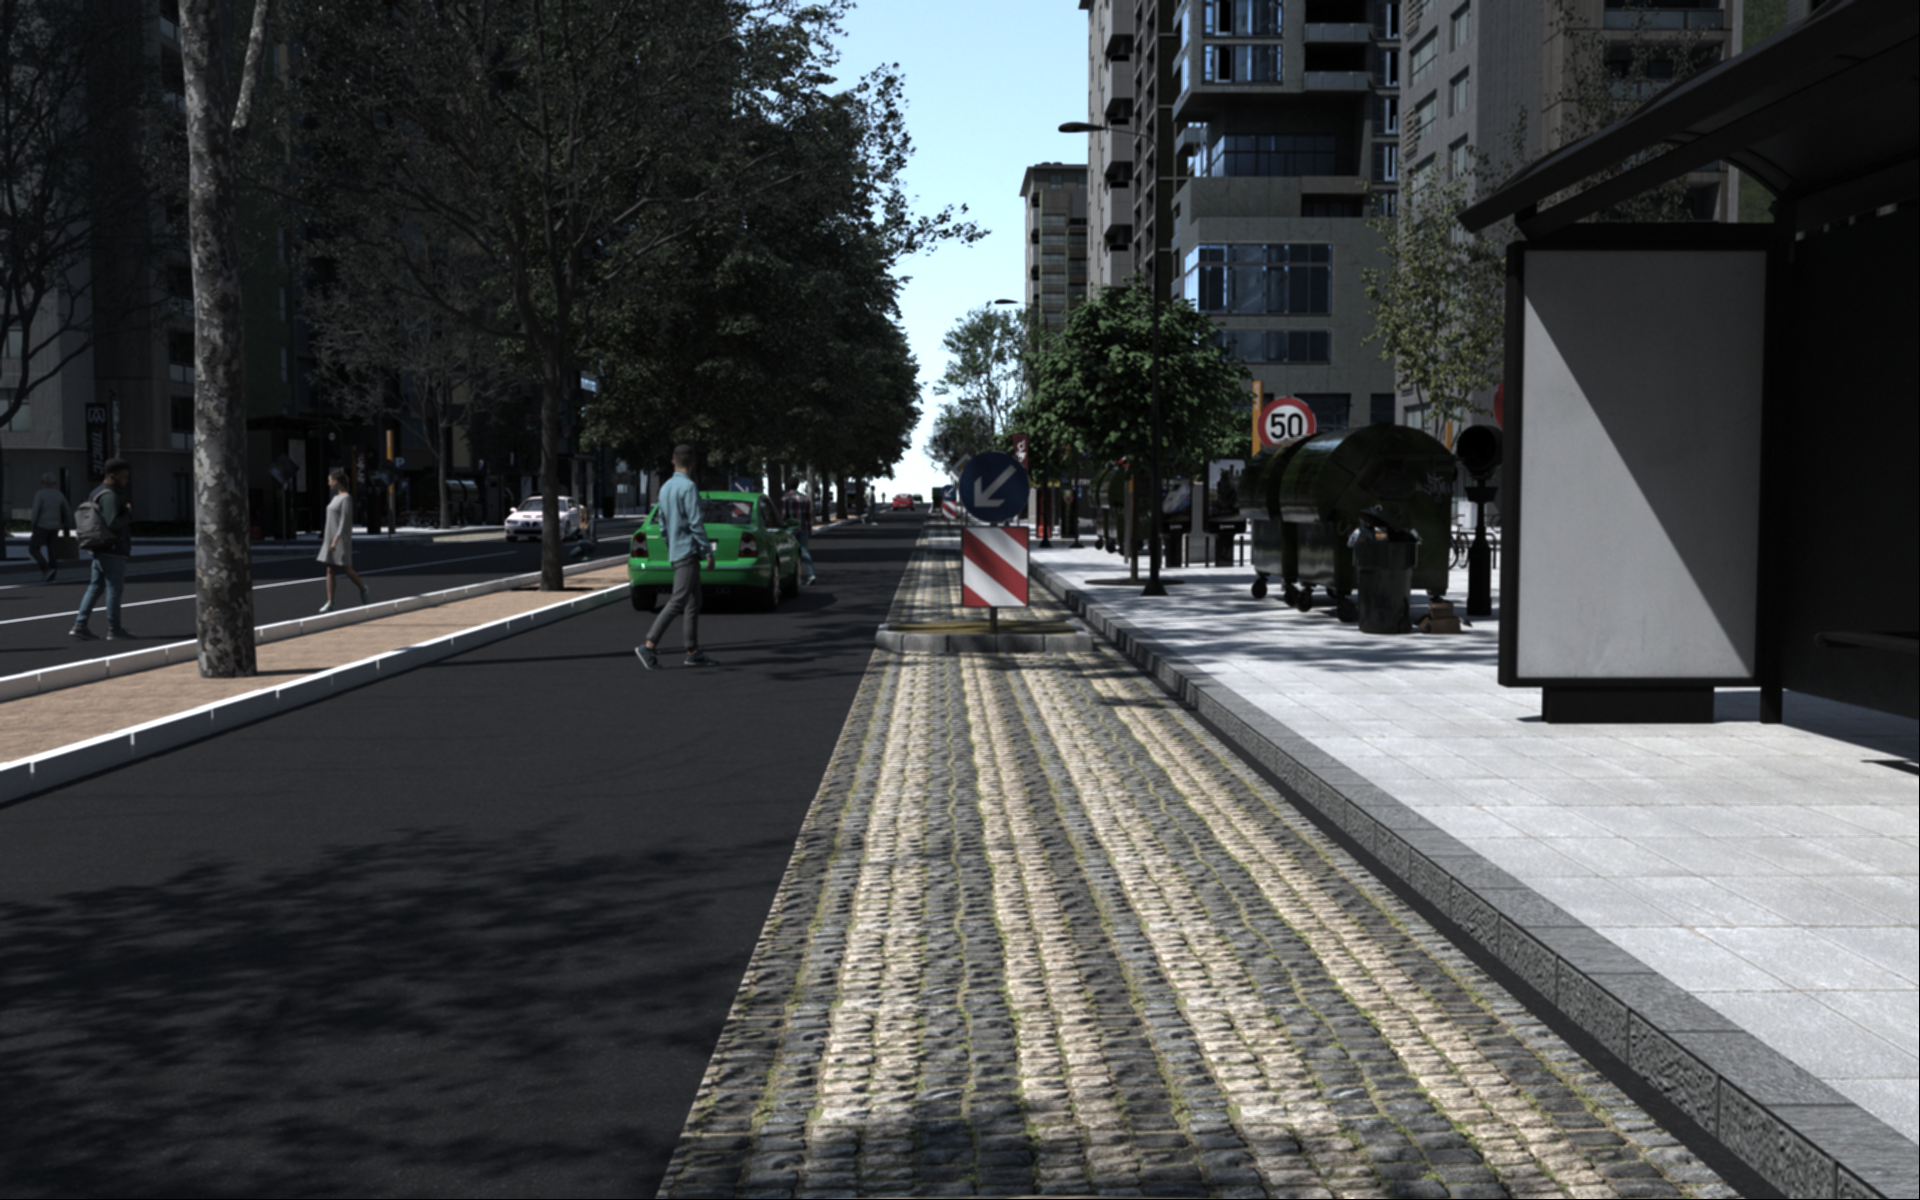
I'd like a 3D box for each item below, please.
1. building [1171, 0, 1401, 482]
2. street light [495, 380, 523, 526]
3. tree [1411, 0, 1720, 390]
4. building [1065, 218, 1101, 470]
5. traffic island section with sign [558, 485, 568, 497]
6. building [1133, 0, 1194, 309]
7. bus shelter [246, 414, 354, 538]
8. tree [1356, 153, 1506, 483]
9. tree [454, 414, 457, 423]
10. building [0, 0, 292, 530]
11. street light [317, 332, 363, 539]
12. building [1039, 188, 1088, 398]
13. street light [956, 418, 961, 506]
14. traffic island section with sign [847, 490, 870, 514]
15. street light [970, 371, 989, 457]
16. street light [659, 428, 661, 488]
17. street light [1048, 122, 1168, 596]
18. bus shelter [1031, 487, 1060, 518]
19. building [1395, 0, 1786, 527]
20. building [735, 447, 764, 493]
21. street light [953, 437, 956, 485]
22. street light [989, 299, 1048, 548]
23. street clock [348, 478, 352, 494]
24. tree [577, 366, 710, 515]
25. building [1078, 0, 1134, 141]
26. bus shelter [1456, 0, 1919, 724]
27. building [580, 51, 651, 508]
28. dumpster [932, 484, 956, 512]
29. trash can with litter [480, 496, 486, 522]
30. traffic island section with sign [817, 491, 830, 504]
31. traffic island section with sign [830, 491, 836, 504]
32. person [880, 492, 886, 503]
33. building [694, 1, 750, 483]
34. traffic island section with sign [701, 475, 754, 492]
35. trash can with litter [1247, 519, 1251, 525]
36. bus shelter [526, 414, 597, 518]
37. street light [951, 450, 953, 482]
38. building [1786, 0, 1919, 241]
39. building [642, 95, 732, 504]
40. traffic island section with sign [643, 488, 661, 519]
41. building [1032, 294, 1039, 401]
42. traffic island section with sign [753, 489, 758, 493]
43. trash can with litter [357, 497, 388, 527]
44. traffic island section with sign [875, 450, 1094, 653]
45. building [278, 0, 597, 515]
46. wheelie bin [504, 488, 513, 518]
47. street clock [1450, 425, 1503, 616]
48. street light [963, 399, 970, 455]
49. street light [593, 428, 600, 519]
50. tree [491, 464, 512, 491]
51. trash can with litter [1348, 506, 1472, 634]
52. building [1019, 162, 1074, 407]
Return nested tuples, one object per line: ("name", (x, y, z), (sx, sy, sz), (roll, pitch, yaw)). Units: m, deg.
("building", (21.231, -48.337, 102.979), (22.319, 86.520, 31.000), (0, 4, -1))
("street light", (-17.990, -5.938, 69.633), (1.470, 5.913, 1.316), (0, 4, -1))
("tree", (9.049, -4.585, 25.323), (4.360, 8.622, 3.978), (0, 3, 0))
("building", (17.949, -25.159, 183.047), (14.160, 30.474, 14.107), (0, 4, -1))
("traffic island section with sign", (-16.636, -3.869, 71.885), (1.989, 1.847, 2.006), (0, 4, -1))
("building", (22.850, -42.706, 136.490), (20.563, 71.187, 20.611), (0, 4, -1))
("bus shelter", (-20.811, -3.846, 54.164), (1.731, 3.624, 6.357), (0, 4, -1))
("tree", (10.398, -5.335, 37.597), (4.737, 8.622, 4.395), (0, 3, 0))
("tree", (-28.513, -9.452, 104.903), (4.360, 8.622, 3.978), (0, 3, 0))
("building", (-35.313, -23.370, 65.691), (14.154, 41.232, 14.086), (0, 4, -1))
("street light", (-17.758, -4.715, 49.634), (1.470, 5.913, 1.316), (0, 4, -1))
("building", (17.613, -33.654, 233.830), (14.154, 41.232, 14.086), (0, 4, -1))
("street light", (0.643, -8.067, 104.431), (1.470, 5.913, 1.316), (0, 4, -1))
("traffic island section with sign", (-7.167, -7.113, 124.432), (2.006, 1.907, 1.989), (0, 4, -1))
("street light", (1.228, -5.680, 65.416), (1.470, 5.913, 1.316), (0, 4, -1))
("street light", (-18.578, -8.433, 110.425), (1.470, 5.913, 1.316), (0, 4, -1))
("street light", (1.925, -3.012, 21.792), (1.470, 5.913, 1.316), (0, 4, -1))
("bus shelter", (4.278, -6.299, 80.620), (2.179, 5.291, 8.768), (0, 4, -1))
("building", (26.131, -23.548, 68.601), (14.086, 41.232, 14.154), (0, 4, -1))
("building", (-39.017, -36.166, 274.902), (14.154, 41.232, 14.086), (0, 4, -1))
("street light", (0.450, -9.260, 123.940), (1.470, 5.913, 1.316), (0, 4, -1))
("street light", (1.512, -4.211, 41.391), (1.470, 5.913, 1.316), (0, 4, -1))
("street clock", (-27.663, -4.528, 78.610), (0.358, 2.002, 0.471), (-1, 4, -8))
("tree", (-19.061, -10.437, 105.063), (8.767, 10.594, 7.601), (-1, 4, -8))
("building", (26.348, -34.977, 161.111), (28.713, 52.752, 27.495), (0, 4, -1))
("bus shelter", (3.845, -0.808, 7.130), (2.014, 3.302, 5.546), (0, 4, -1))
("building", (-42.015, -52.254, 167.021), (22.319, 86.520, 31.000), (0, 4, -1))
("dumpster", (-1.258, -8.101, 137.408), (1.985, 2.255, 1.502), (0, 4, -2))
("trash can with litter", (-21.957, -4.183, 79.783), (0.624, 1.170, 1.055), (0, 4, -5))
("traffic island section with sign", (-18.836, -13.668, 232.094), (1.989, 1.847, 2.006), (0, 4, -1))
("traffic island section with sign", (-19.204, -15.316, 259.047), (1.989, 1.847, 2.006), (0, 4, -1))
("person", (-12.145, -16.271, 274.552), (1.348, 1.821, 0.705), (3, 5, 42))
("building", (-42.010, -50.028, 256.205), (20.563, 71.187, 20.611), (0, 4, -1))
("traffic island section with sign", (-6.032, -2.065, 41.894), (2.006, 1.907, 1.989), (0, 4, -1))
("trash can with litter", (11.988, -3.752, 72.736), (1.055, 1.170, 0.624), (0, 4, -4))
("bus shelter", (-20.754, -6.865, 89.880), (2.179, 5.291, 8.768), (0, 4, -1))
("street light", (0.252, -10.293, 140.825), (1.470, 5.913, 1.316), (0, 4, -1))
("building", (20.910, -13.727, 17.939), (14.314, 27.812, 24.014), (0, 4, -1))
("building", (-42.978, -42.215, 232.211), (21.231, 58.520, 28.212), (0, 4, -1))
("traffic island section with sign", (-17.012, -5.533, 99.087), (1.989, 1.847, 2.006), (0, 4, -1))
("building", (17.228, -29.231, 249.632), (14.160, 30.474, 14.107), (0, 4, -1))
("traffic island section with sign", (-17.690, -8.602, 149.273), (1.989, 1.847, 2.006), (0, 4, -1))
("trash can with litter", (-23.101, -3.469, 68.112), (1.055, 1.170, 0.624), (-3, 5, -44))
("traffic island section with sign", (0.195, -0.481, 16.498), (1.989, 1.847, 2.006), (0, 4, -1))
("building", (-41.771, -29.590, 138.418), (22.147, 44.769, 28.867), (0, 4, -1))
("wheelie bin", (-24.240, -5.182, 92.630), (0.693, 1.594, 0.980), (0, 4, 2))
("street clock", (5.489, -0.837, 18.257), (0.358, 2.002, 0.471), (-3, 5, -45))
("street light", (1.004, -6.874, 84.925), (1.470, 5.913, 1.316), (0, 4, -1))
("street light", (-18.384, -7.182, 89.963), (1.470, 5.913, 1.316), (0, 4, -1))
("tree", (-29.270, -7.065, 110.118), (1.663, 3.219, 1.824), (0, 3, 0))
("trash can with litter", (4.162, -0.284, 16.039), (1.055, 1.170, 0.624), (0, 4, 0))
("building", (24.151, -41.655, 270.302), (28.713, 52.752, 27.495), (0, 4, -1))
